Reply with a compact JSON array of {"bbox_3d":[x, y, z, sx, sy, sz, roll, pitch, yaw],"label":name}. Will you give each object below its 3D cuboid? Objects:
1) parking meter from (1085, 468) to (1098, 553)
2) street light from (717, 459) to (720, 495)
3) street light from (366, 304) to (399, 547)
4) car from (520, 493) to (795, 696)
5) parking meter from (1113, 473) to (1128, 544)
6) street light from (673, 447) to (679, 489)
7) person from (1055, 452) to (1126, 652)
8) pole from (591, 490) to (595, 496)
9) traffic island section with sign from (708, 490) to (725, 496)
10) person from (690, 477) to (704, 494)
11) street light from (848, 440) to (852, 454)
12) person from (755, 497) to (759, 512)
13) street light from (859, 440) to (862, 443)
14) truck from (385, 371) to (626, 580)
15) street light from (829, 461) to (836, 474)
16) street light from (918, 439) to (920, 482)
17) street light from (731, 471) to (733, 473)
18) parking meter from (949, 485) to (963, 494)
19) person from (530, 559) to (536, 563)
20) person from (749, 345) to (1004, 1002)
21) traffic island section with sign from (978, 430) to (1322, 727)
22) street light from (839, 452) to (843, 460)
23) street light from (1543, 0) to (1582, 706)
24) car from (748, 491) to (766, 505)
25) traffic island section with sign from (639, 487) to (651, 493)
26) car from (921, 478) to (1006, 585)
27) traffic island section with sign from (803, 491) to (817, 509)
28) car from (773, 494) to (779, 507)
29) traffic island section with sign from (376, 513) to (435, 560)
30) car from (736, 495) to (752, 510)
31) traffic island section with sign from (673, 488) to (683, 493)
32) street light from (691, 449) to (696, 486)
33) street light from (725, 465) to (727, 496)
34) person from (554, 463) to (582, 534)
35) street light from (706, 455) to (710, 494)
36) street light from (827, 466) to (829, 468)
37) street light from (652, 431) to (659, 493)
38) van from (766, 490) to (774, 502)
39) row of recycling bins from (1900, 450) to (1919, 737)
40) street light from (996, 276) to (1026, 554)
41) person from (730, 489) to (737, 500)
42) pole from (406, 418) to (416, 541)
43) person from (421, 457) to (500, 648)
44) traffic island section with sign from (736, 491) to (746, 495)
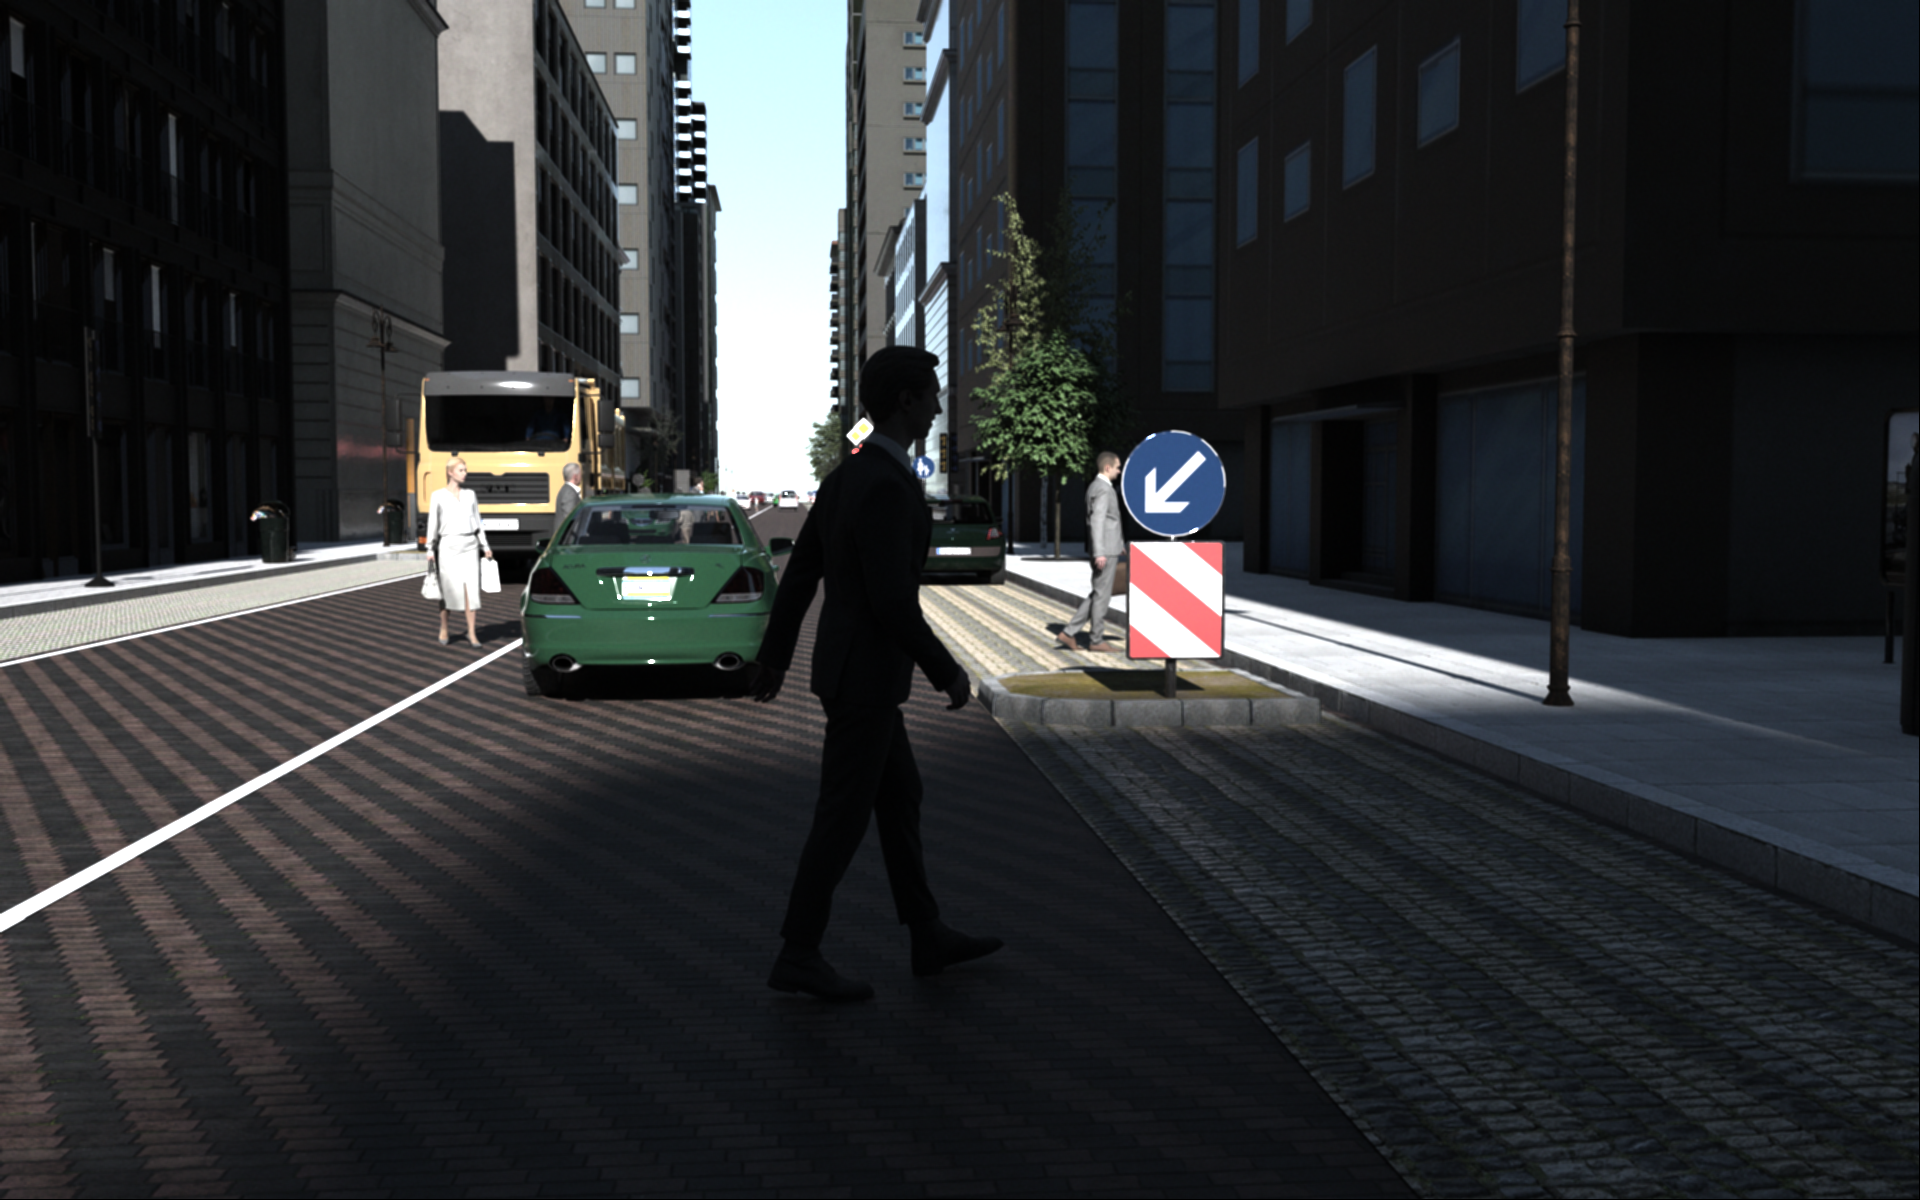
[{"bbox_3d":[2.910,-1.976,38.012,0.255,1.863,0.399,1,4,22],"label":"parking meter"},{"bbox_3d":[-32.093,-15.746,230.236,0.468,5.910,1.993,0,4,-5],"label":"street light"},{"bbox_3d":[-14.041,-4.247,42.227,0.468,5.910,1.993,0,4,-5],"label":"street light"},{"bbox_3d":[-2.367,-0.124,13.820,2.131,1.459,4.920,0,4,-7],"label":"car"},{"bbox_3d":[4.145,-2.377,44.568,0.399,1.863,0.255,1,4,23],"label":"parking meter"},{"bbox_3d":[-24.189,-10.675,147.323,0.468,5.910,1.993,0,4,-5],"label":"street light"},{"bbox_3d":[1.301,-0.429,15.634,0.853,1.813,0.709,0,4,-4],"label":"person"},{"bbox_3d":[-18.530,-5.723,87.407,0.158,3.312,0.155,0,3,0],"label":"pole"},{"bbox_3d":[-24.160,-9.790,168.698,1.989,1.847,2.006,0,4,-5],"label":"traffic island section with sign"},{"bbox_3d":[-6.327,-2.086,42.418,0.447,1.846,0.655,1,4,14],"label":"person"},{"bbox_3d":[-9.183,-10.552,145.307,0.468,5.910,1.993,0,4,-5],"label":"street light"},{"bbox_3d":[-16.070,-7.575,137.373,0.382,1.210,0.505,-2,4,-24],"label":"person"},{"bbox_3d":[-6.841,-8.968,119.412,0.468,5.910,1.993,0,4,-5],"label":"street light"},{"bbox_3d":[-7.521,-2.110,30.421,3.469,3.379,9.791,0,4,-7],"label":"truck"},{"bbox_3d":[-14.246,-13.657,196.082,0.468,5.910,1.993,0,4,-5],"label":"street light"},{"bbox_3d":[-1.491,-5.524,63.110,0.468,5.910,1.993,0,4,-5],"label":"street light"},{"bbox_3d":[-37.153,-18.924,282.194,0.468,5.910,1.993,0,4,-5],"label":"street light"},{"bbox_3d":[-0.106,-2.308,46.140,0.372,1.533,0.369,0,3,0],"label":"parking meter"},{"bbox_3d":[-9.004,-1.642,35.768,0.576,1.772,0.534,0,4,-3],"label":"person"},{"bbox_3d":[-0.197,0.200,5.000,0.755,1.850,0.659,-1,4,-17],"label":"person"},{"bbox_3d":[1.156,-0.180,11.565,1.989,1.847,2.006,0,4,-5],"label":"traffic island section with sign"},{"bbox_3d":[-11.676,-12.060,169.968,0.468,5.910,1.993,0,4,-5],"label":"street light"},{"bbox_3d":[3.646,-2.299,10.374,0.468,5.910,1.993,0,4,-5],"label":"street light"},{"bbox_3d":[-25.773,-12.894,219.496,2.281,1.827,5.304,0,4,-6],"label":"car"},{"bbox_3d":[-16.943,-5.190,93.478,1.989,1.847,2.006,0,4,-5],"label":"traffic island section with sign"},{"bbox_3d":[-0.239,-1.143,28.480,2.009,1.686,4.222,0,4,-4],"label":"car"},{"bbox_3d":[-16.676,-11.565,197.714,1.989,1.847,2.006,0,4,-5],"label":"traffic island section with sign"},{"bbox_3d":[-20.053,-11.358,194.497,1.959,1.807,4.718,0,4,-4],"label":"car"},{"bbox_3d":[-11.648,-1.808,38.194,1.989,1.847,2.006,0,4,-5],"label":"traffic island section with sign"},{"bbox_3d":[-19.990,-8.885,157.631,2.083,1.381,4.827,0,4,-7],"label":"car"},{"bbox_3d":[-19.538,-6.839,120.440,1.989,1.847,2.006,0,4,-5],"label":"traffic island section with sign"},{"bbox_3d":[-26.580,-12.255,173.149,0.468,5.910,1.993,0,4,-5],"label":"street light"},{"bbox_3d":[-34.592,-17.345,256.384,0.468,5.910,1.993,0,4,-5],"label":"street light"},{"bbox_3d":[-4.236,-0.628,19.162,0.834,1.777,0.661,-2,4,-28],"label":"person"},{"bbox_3d":[-29.097,-13.873,199.602,0.468,5.910,1.993,0,4,-5],"label":"street light"},{"bbox_3d":[-16.793,-15.273,222.504,0.468,5.910,1.993,0,4,-5],"label":"street light"},{"bbox_3d":[-21.868,-9.291,124.698,0.468,5.910,1.993,0,4,-5],"label":"street light"},{"bbox_3d":[-30.811,-16.706,280.158,2.013,2.044,4.112,0,4,-6],"label":"van"},{"bbox_3d":[6.810,-0.132,9.276,3.534,1.692,1.069,-1,4,-10],"label":"row of recycling bins"},{"bbox_3d":[1.081,-3.923,36.932,0.468,5.910,1.993,0,4,-5],"label":"street light"},{"bbox_3d":[-16.675,-7.277,127.698,0.478,1.798,0.641,2,4,30],"label":"person"},{"bbox_3d":[-14.849,-3.241,46.833,0.158,3.312,0.155,0,3,0],"label":"pole"},{"bbox_3d":[-4.704,-0.455,16.290,0.694,1.780,0.624,-1,4,-20],"label":"person"},{"bbox_3d":[-34.657,-16.490,278.230,1.989,1.847,2.006,0,4,-5],"label":"traffic island section with sign"}]
